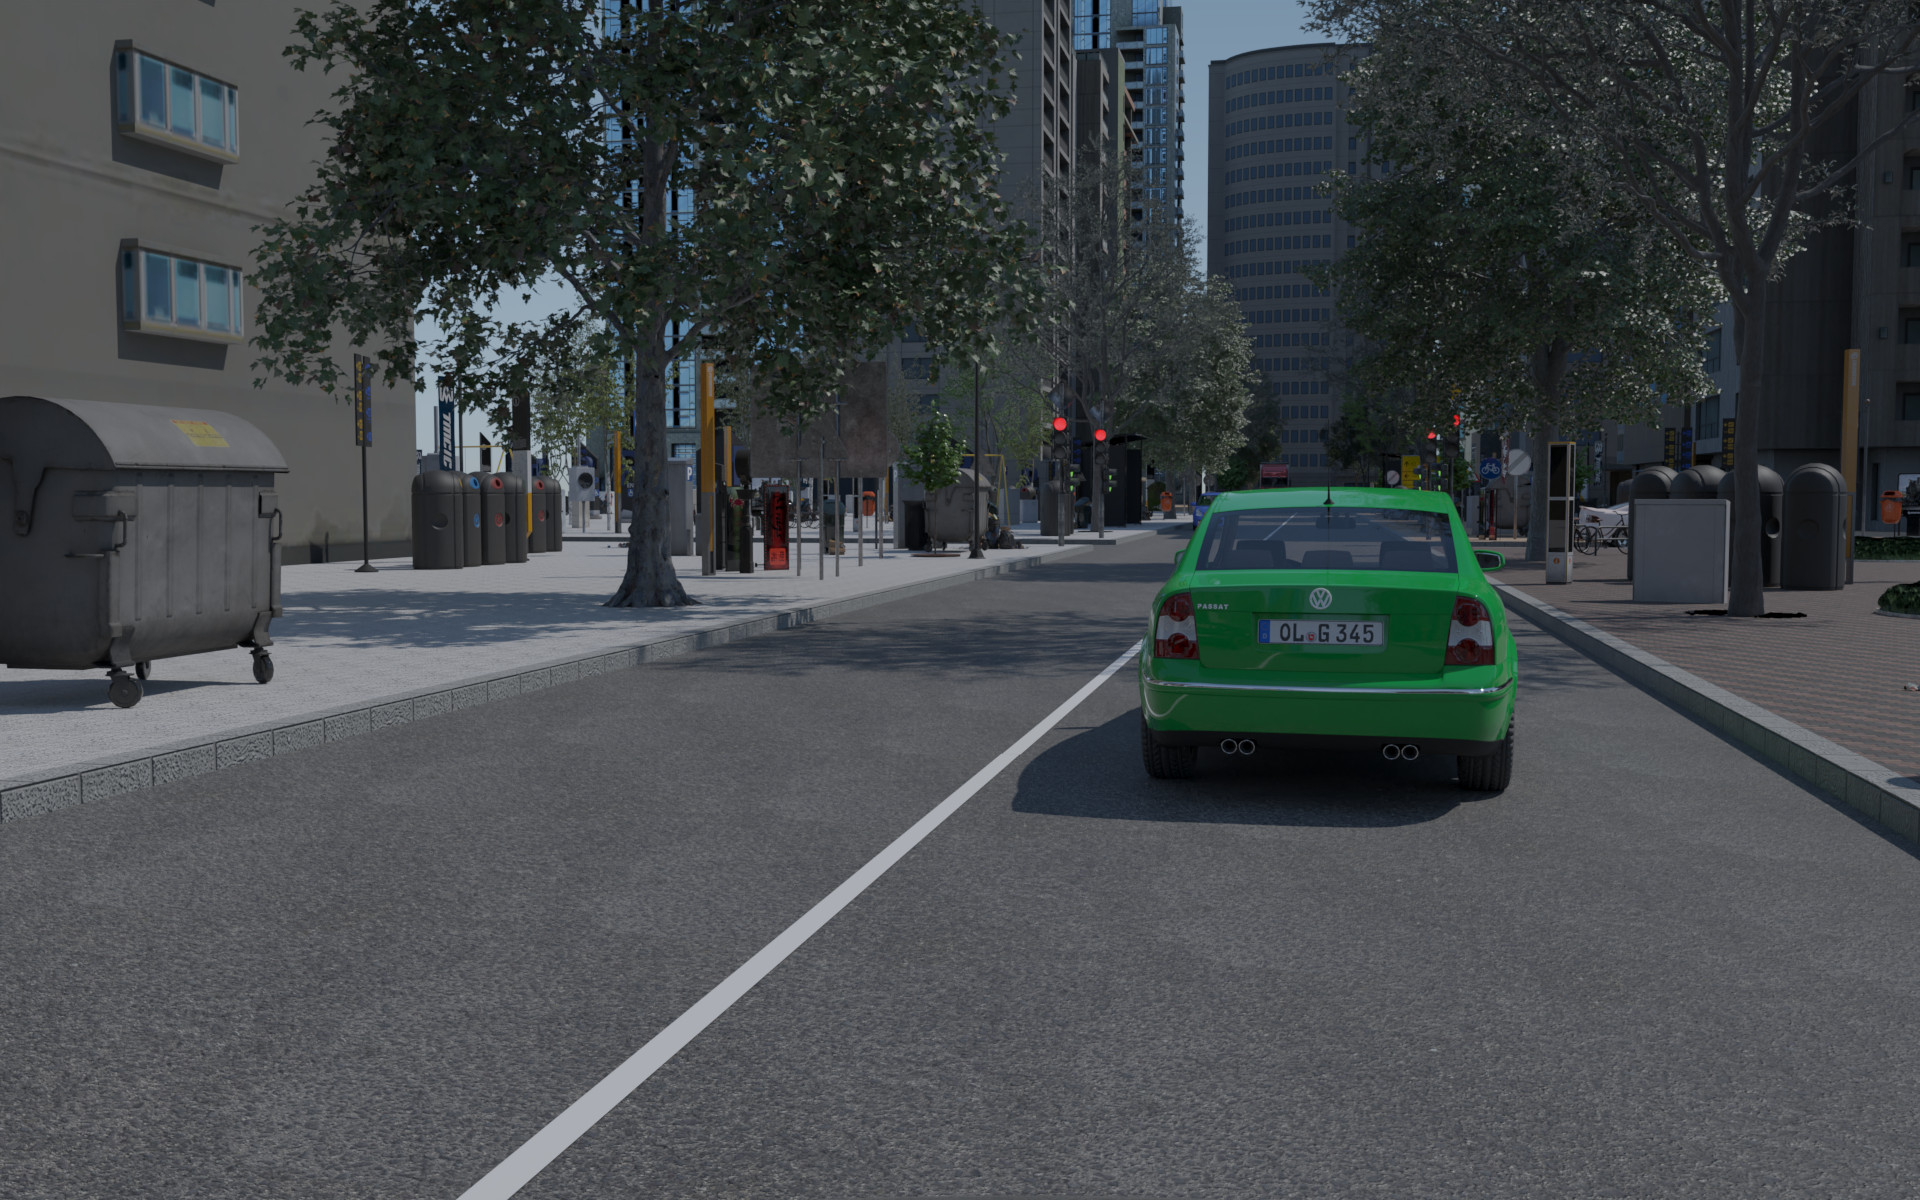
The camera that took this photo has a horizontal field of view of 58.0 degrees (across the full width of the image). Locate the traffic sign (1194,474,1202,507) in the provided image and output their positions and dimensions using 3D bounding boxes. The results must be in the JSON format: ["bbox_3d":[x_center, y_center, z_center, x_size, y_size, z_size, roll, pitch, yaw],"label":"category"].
[{"bbox_3d":[15.262,-6.857,112.221,0.768,2.556,0.104,1,4,14],"label":"traffic sign"}]

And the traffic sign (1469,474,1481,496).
[{"bbox_3d":[22.630,-4.700,76.849,0.884,2.594,0.081,1,4,13],"label":"traffic sign"}]

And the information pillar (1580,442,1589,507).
[{"bbox_3d":[28.309,-5.329,78.483,0.183,3.616,0.504,-1,4,-15],"label":"information pillar"}]

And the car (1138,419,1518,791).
[{"bbox_3d":[2.126,-0.066,9.869,1.959,1.807,4.718,1,4,14],"label":"car"}]

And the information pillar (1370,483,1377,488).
[{"bbox_3d":[26.816,-6.595,112.325,0.304,2.012,0.304,-2,4,-27],"label":"information pillar"}]

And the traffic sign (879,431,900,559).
[{"bbox_3d":[-1.569,-2.095,34.354,0.768,2.556,0.104,1,4,20],"label":"traffic sign"}]

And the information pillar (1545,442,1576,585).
[{"bbox_3d":[8.522,-1.229,24.580,0.304,2.012,0.304,2,4,35],"label":"information pillar"}]

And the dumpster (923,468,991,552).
[{"bbox_3d":[-0.076,-2.008,38.590,1.264,1.857,1.865,1,4,12],"label":"dumpster"}]

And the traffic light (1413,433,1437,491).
[{"bbox_3d":[13.101,-3.637,48.381,0.839,4.253,0.868,1,4,12],"label":"traffic light"}]

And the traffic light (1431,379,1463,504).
[{"bbox_3d":[11.479,-3.158,40.561,0.839,4.253,0.868,1,4,12],"label":"traffic light"}]

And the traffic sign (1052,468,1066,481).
[{"bbox_3d":[4.177,-4.307,70.421,0.884,2.594,0.081,1,4,18],"label":"traffic sign"}]

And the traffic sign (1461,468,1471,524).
[{"bbox_3d":[17.157,-3.545,59.145,0.795,2.450,0.064,1,4,17],"label":"traffic sign"}]

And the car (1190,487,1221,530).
[{"bbox_3d":[10.210,-3.649,69.250,1.945,1.707,3.694,1,4,10],"label":"car"}]

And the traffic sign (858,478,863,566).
[{"bbox_3d":[-1.766,-1.869,30.670,0.768,2.556,0.104,1,4,17],"label":"traffic sign"}]

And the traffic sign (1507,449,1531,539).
[{"bbox_3d":[15.725,-2.990,48.987,0.768,2.556,0.104,1,4,18],"label":"traffic sign"}]

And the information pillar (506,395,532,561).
[{"bbox_3d":[-8.382,-2.553,33.100,0.504,3.616,0.183,3,5,40],"label":"information pillar"}]

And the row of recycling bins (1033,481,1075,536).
[{"bbox_3d":[3.031,-2.879,54.191,1.069,1.692,3.534,0,4,6],"label":"row of recycling bins"}]

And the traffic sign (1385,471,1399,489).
[{"bbox_3d":[23.356,-5.721,93.641,0.768,2.556,0.104,1,4,19],"label":"traffic sign"}]

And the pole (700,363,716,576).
[{"bbox_3d":[-3.948,-2.036,27.129,0.158,3.312,0.155,0,3,0],"label":"pole"}]

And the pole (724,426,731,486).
[{"bbox_3d":[-7.001,-3.572,52.240,0.158,3.312,0.155,0,3,0],"label":"pole"}]

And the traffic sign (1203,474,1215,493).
[{"bbox_3d":[15.994,-6.801,111.302,0.768,2.556,0.104,1,4,14],"label":"traffic sign"}]

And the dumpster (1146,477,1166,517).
[{"bbox_3d":[11.202,-5.794,97.223,1.502,2.255,1.985,1,4,12],"label":"dumpster"}]

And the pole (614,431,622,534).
[{"bbox_3d":[-11.133,-3.820,56.308,0.158,3.312,0.155,0,3,0],"label":"pole"}]

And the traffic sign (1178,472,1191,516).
[{"bbox_3d":[12.897,-6.079,99.492,0.768,2.556,0.104,1,4,21],"label":"traffic sign"}]

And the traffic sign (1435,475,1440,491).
[{"bbox_3d":[22.341,-4.851,81.442,0.606,2.300,0.079,1,4,14],"label":"traffic sign"}]

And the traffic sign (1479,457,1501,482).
[{"bbox_3d":[18.429,-3.675,60.195,0.768,2.556,0.104,1,4,21],"label":"traffic sign"}]

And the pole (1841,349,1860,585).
[{"bbox_3d":[12.589,-1.877,24.532,0.158,3.312,0.155,0,3,0],"label":"pole"}]

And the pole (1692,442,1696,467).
[{"bbox_3d":[28.840,-4.549,68.214,0.158,3.312,0.155,0,3,0],"label":"pole"}]

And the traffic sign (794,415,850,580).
[{"bbox_3d":[-2.068,-1.577,25.789,0.884,2.594,0.081,1,4,18],"label":"traffic sign"}]

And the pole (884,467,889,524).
[{"bbox_3d":[-3.201,-4.992,75.464,0.158,3.312,0.155,0,3,0],"label":"pole"}]

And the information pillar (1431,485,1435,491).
[{"bbox_3d":[17.117,-3.582,63.053,0.304,2.012,0.304,0,4,7],"label":"information pillar"}]

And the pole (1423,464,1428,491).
[{"bbox_3d":[15.142,-3.816,56.240,0.158,3.312,0.155,0,3,0],"label":"pole"}]

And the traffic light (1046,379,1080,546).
[{"bbox_3d":[2.505,-3.271,42.399,0.839,4.253,0.868,1,4,12],"label":"traffic light"}]

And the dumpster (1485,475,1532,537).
[{"bbox_3d":[16.601,-2.852,52.393,1.264,1.857,1.865,1,4,12],"label":"dumpster"}]

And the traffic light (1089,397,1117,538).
[{"bbox_3d":[4.126,-3.749,50.218,0.839,4.253,0.868,1,4,12],"label":"traffic light"}]

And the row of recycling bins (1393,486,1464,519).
[{"bbox_3d":[22.687,-4.702,83.991,3.534,1.692,1.069,0,4,-6],"label":"row of recycling bins"}]

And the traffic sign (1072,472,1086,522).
[{"bbox_3d":[4.708,-4.313,70.528,0.884,2.594,0.081,1,4,21],"label":"traffic sign"}]

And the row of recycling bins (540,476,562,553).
[{"bbox_3d":[-9.510,-1.842,37.223,1.069,1.692,3.534,0,4,7],"label":"row of recycling bins"}]

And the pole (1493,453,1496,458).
[{"bbox_3d":[26.231,-5.579,85.062,0.158,3.312,0.155,0,3,0],"label":"pole"}]

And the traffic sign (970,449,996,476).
[{"bbox_3d":[0.606,-3.073,50.242,0.884,2.594,0.081,1,4,13],"label":"traffic sign"}]

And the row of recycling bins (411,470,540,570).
[{"bbox_3d":[-8.771,-1.458,30.949,1.069,1.692,3.534,1,4,9],"label":"row of recycling bins"}]

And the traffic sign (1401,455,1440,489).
[{"bbox_3d":[24.183,-5.902,90.373,2.265,3.308,0.079,1,4,19],"label":"traffic sign"}]

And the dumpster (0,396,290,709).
[{"bbox_3d":[-5.355,-0.326,11.095,1.264,1.857,1.865,1,4,12],"label":"dumpster"}]

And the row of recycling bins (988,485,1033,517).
[{"bbox_3d":[2.768,-4.625,82.734,3.534,1.692,1.069,1,4,18],"label":"row of recycling bins"}]

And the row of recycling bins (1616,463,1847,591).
[{"bbox_3d":[10.900,-1.065,24.518,1.069,1.692,3.534,-2,4,-24],"label":"row of recycling bins"}]

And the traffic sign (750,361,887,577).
[{"bbox_3d":[-2.213,-2.020,26.903,2.265,3.308,0.079,1,4,16],"label":"traffic sign"}]
